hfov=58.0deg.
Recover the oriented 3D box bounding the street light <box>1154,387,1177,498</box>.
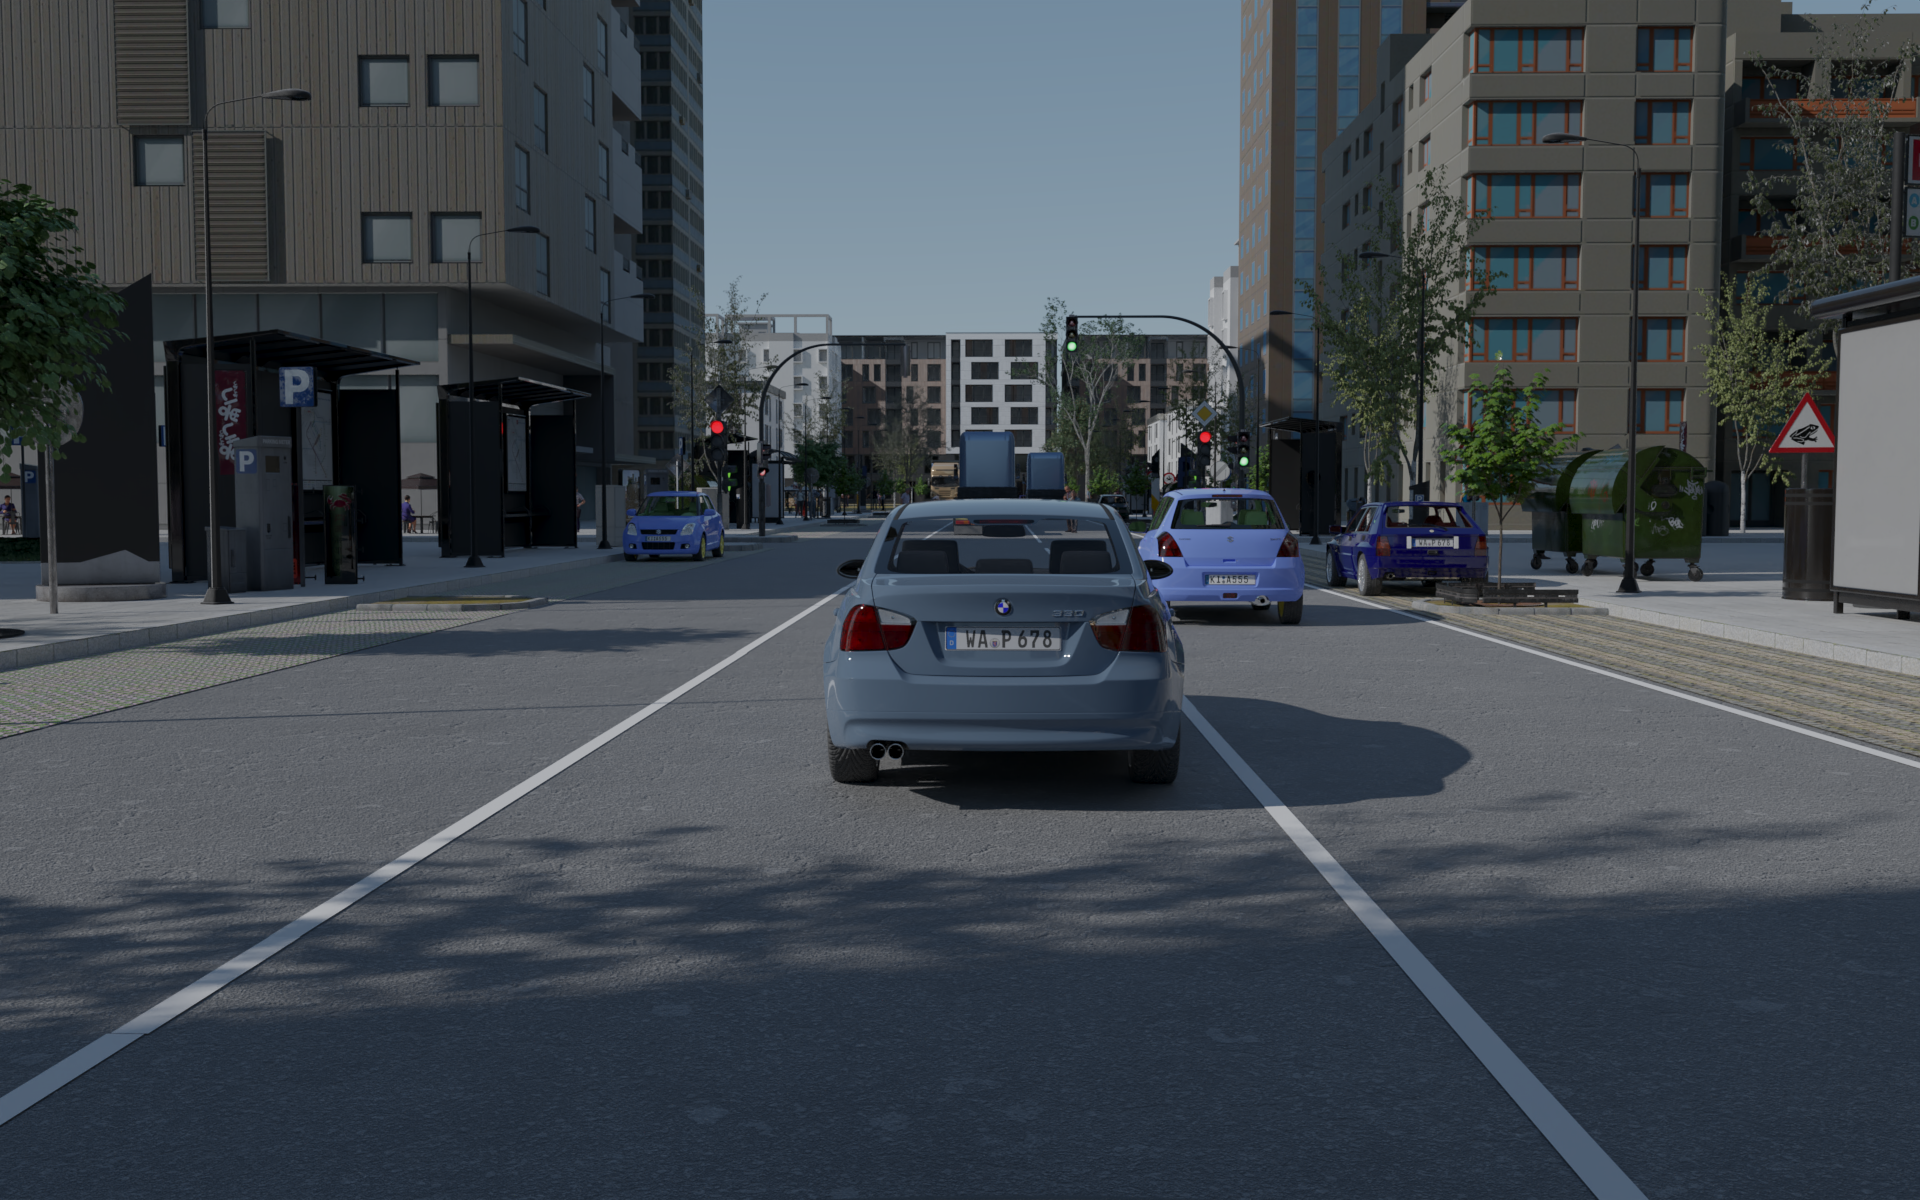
[{"bbox_3d":[9.272,-6.279,75.203,1.470,5.913,1.316,0,4,1],"label":"street light"}]

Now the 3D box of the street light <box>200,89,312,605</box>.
[{"bbox_3d":[-8.133,-2.904,20.028,1.470,5.913,1.316,0,4,1],"label":"street light"}]

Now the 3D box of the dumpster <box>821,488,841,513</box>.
[{"bbox_3d":[-8.739,-6.833,117.479,1.264,1.857,1.865,0,4,1],"label":"dumpster"}]

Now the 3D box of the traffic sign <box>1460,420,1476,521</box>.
[{"bbox_3d":[9.091,-1.873,30.628,0.884,2.594,0.081,0,4,7],"label":"traffic sign"}]

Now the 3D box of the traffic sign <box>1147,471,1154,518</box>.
[{"bbox_3d":[10.380,-5.691,93.146,0.768,2.556,0.104,1,4,10],"label":"traffic sign"}]

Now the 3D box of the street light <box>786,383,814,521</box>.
[{"bbox_3d":[-7.025,-6.116,72.539,1.470,5.913,1.316,0,4,1],"label":"street light"}]

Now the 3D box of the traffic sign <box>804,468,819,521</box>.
[{"bbox_3d":[-7.206,-5.127,83.931,0.768,2.556,0.104,0,4,4],"label":"traffic sign"}]

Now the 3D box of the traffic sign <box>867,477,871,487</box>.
[{"bbox_3d":[-6.940,-7.785,127.393,0.768,2.556,0.104,0,4,7],"label":"traffic sign"}]

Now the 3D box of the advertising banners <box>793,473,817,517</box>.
[{"bbox_3d":[-8.605,-6.096,95.861,0.090,3.025,2.074,3,4,38],"label":"advertising banners"}]

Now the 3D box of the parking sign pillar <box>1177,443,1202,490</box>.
[{"bbox_3d":[12.004,-6.244,90.555,1.447,3.967,1.447,3,5,43],"label":"parking sign pillar"}]

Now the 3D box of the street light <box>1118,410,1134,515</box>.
[{"bbox_3d":[9.693,-7.542,95.846,1.470,5.913,1.316,0,4,1],"label":"street light"}]

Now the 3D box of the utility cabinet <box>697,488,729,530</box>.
[{"bbox_3d":[-8.640,-3.180,60.667,1.173,1.500,0.318,-3,5,-45],"label":"utility cabinet"}]

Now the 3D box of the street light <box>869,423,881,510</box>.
[{"bbox_3d":[-6.128,-8.653,114.011,1.470,5.913,1.316,0,4,1],"label":"street light"}]

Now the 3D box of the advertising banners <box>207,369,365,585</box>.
[{"bbox_3d":[-9.515,-1.729,24.455,2.074,3.025,0.090,0,4,-6],"label":"advertising banners"}]

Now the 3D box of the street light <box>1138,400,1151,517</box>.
[{"bbox_3d":[9.545,-6.923,85.732,1.470,5.913,1.316,0,4,1],"label":"street light"}]

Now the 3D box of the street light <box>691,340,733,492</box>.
[{"bbox_3d":[-7.534,-4.875,52.244,1.470,5.913,1.316,0,4,1],"label":"street light"}]

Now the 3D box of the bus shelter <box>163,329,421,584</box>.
[{"bbox_3d":[-10.501,-2.234,27.808,1.731,3.624,6.357,0,4,1],"label":"bus shelter"}]

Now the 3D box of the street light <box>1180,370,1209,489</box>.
[{"bbox_3d":[9.005,-5.643,64.811,1.470,5.913,1.316,0,4,1],"label":"street light"}]

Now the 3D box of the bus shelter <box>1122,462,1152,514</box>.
[{"bbox_3d":[11.575,-7.160,110.983,2.014,3.302,5.546,0,4,1],"label":"bus shelter"}]

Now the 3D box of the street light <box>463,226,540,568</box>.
[{"bbox_3d":[-7.963,-3.523,30.142,1.470,5.913,1.316,0,4,1],"label":"street light"}]

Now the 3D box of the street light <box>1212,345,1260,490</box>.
[{"bbox_3d":[8.770,-4.992,54.163,1.470,5.913,1.316,0,4,1],"label":"street light"}]

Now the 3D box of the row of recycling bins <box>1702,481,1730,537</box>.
[{"bbox_3d":[21.772,-2.777,52.519,3.534,1.692,1.069,-1,4,-16],"label":"row of recycling bins"}]

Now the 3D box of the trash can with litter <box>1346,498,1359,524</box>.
[{"bbox_3d":[10.318,-2.029,44.564,0.624,1.170,1.055,0,4,-4],"label":"trash can with litter"}]

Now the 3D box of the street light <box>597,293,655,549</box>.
[{"bbox_3d":[-7.758,-4.142,40.255,1.470,5.913,1.316,0,4,1],"label":"street light"}]

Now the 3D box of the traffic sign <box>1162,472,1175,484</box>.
[{"bbox_3d":[12.193,-6.175,101.074,0.768,2.556,0.104,0,4,5],"label":"traffic sign"}]

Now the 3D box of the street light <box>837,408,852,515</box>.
[{"bbox_3d":[-6.581,-7.374,93.109,1.470,5.913,1.316,0,4,1],"label":"street light"}]

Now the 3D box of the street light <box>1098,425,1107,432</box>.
[{"bbox_3d":[10.246,-8.822,116.774,1.470,5.913,1.316,0,4,1],"label":"street light"}]

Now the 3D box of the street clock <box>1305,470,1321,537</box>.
[{"bbox_3d":[10.643,-2.916,52.248,0.471,2.002,0.358,1,4,11],"label":"street clock"}]

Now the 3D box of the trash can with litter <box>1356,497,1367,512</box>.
[{"bbox_3d":[9.715,-1.878,41.760,1.678,1.210,2.233,0,4,2],"label":"trash can with litter"}]

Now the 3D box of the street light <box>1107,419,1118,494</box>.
[{"bbox_3d":[9.986,-8.203,106.663,1.470,5.913,1.316,0,4,1],"label":"street light"}]

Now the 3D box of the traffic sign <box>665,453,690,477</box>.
[{"bbox_3d":[-9.066,-3.413,55.536,0.795,2.593,0.064,0,4,6],"label":"traffic sign"}]

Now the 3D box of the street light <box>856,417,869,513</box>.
[{"bbox_3d":[-6.400,-8.034,103.900,1.470,5.913,1.316,0,4,1],"label":"street light"}]

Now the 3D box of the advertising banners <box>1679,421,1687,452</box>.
[{"bbox_3d":[17.466,-2.834,42.516,0.090,3.025,2.074,0,4,5],"label":"advertising banners"}]

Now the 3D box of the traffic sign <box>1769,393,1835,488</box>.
[{"bbox_3d":[10.851,-1.363,22.281,0.884,2.594,0.081,1,4,10],"label":"traffic sign"}]

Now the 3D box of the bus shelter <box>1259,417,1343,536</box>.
[{"bbox_3d":[10.926,-3.945,55.785,1.731,3.624,6.357,0,4,1],"label":"bus shelter"}]

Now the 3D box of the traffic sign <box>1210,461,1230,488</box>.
[{"bbox_3d":[10.047,-4.091,66.990,0.768,2.556,0.104,0,4,8],"label":"traffic sign"}]

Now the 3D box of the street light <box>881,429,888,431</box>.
[{"bbox_3d":[-5.831,-9.271,124.122,1.470,5.913,1.316,0,4,1],"label":"street light"}]

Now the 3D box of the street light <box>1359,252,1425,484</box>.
[{"bbox_3d":[8.336,-3.718,33.335,1.470,5.913,1.316,0,4,1],"label":"street light"}]

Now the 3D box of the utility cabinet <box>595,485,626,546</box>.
[{"bbox_3d":[-8.535,-2.060,42.366,0.318,1.500,1.173,-2,4,-34],"label":"utility cabinet"}]

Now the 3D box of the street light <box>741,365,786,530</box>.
[{"bbox_3d":[-7.202,-5.498,62.425,1.470,5.913,1.316,0,4,1],"label":"street light"}]

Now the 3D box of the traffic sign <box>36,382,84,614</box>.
[{"bbox_3d":[-9.715,-1.125,18.495,0.768,2.556,0.104,0,4,8],"label":"traffic sign"}]

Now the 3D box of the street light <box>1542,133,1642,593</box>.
[{"bbox_3d":[8.187,-3.052,22.439,1.470,5.913,1.316,0,4,1],"label":"street light"}]

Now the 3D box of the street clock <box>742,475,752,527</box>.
[{"bbox_3d":[-8.214,-3.804,66.770,0.358,2.002,0.471,1,4,13],"label":"street clock"}]

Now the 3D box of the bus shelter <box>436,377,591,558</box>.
[{"bbox_3d":[-9.615,-2.846,37.819,1.731,3.624,6.357,0,4,1],"label":"bus shelter"}]

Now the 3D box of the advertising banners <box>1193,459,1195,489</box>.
[{"bbox_3d":[11.820,-5.533,86.660,0.090,3.025,2.074,0,4,-2],"label":"advertising banners"}]

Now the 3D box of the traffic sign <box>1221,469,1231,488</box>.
[{"bbox_3d":[10.538,-4.260,69.761,0.768,2.556,0.104,0,4,3],"label":"traffic sign"}]

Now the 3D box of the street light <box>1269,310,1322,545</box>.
[{"bbox_3d":[8.510,-4.364,43.894,1.470,5.913,1.316,0,4,1],"label":"street light"}]

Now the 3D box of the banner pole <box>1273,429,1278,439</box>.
[{"bbox_3d":[11.416,-4.447,62.720,0.401,3.779,0.863,0,3,0],"label":"banner pole"}]

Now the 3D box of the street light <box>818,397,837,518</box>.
[{"bbox_3d":[-6.826,-6.739,82.727,1.470,5.913,1.316,0,4,1],"label":"street light"}]

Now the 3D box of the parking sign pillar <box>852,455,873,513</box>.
[{"bbox_3d":[-6.755,-8.028,119.728,1.447,3.967,1.447,-1,4,-9],"label":"parking sign pillar"}]

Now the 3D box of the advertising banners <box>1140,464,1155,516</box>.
[{"bbox_3d":[11.314,-6.326,99.612,2.074,3.025,0.090,1,4,9],"label":"advertising banners"}]
